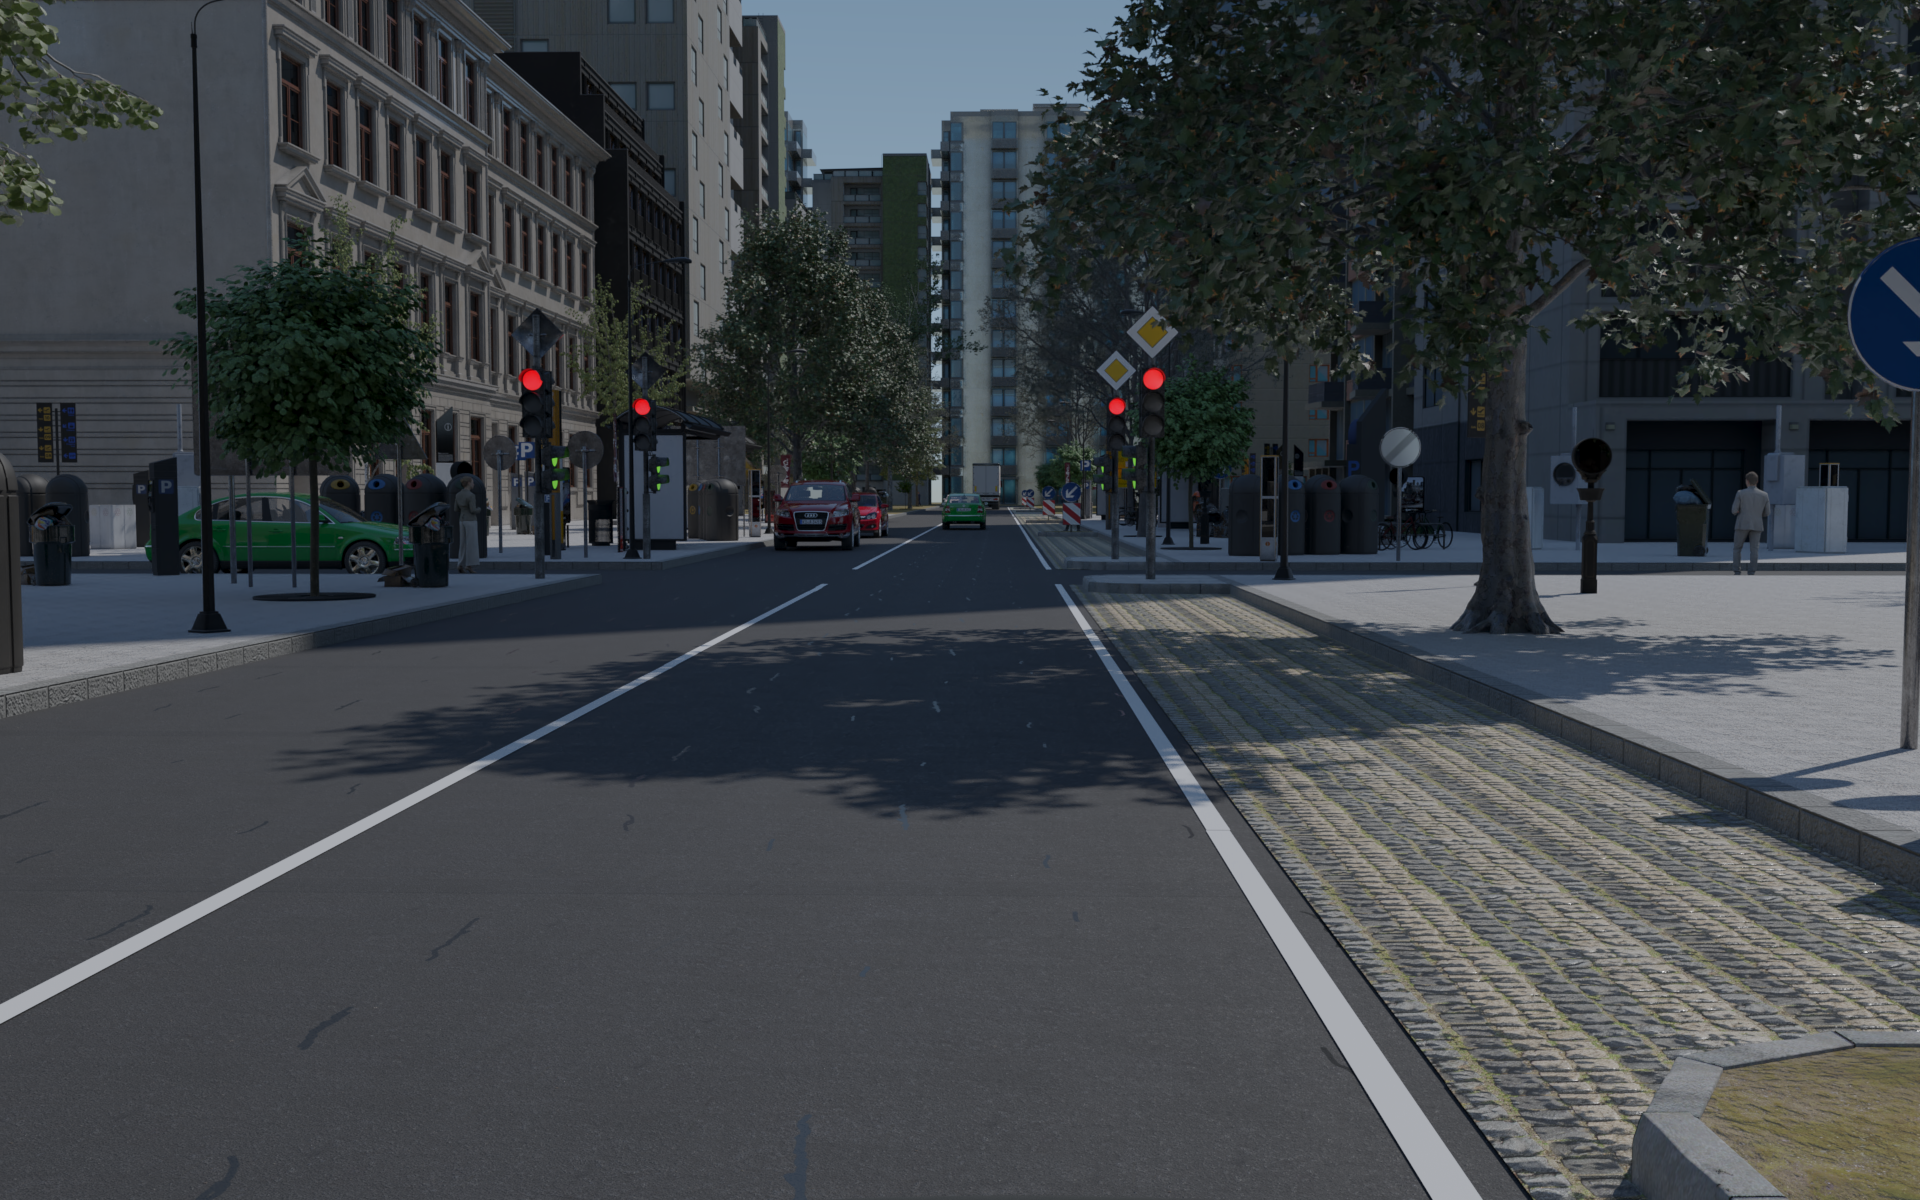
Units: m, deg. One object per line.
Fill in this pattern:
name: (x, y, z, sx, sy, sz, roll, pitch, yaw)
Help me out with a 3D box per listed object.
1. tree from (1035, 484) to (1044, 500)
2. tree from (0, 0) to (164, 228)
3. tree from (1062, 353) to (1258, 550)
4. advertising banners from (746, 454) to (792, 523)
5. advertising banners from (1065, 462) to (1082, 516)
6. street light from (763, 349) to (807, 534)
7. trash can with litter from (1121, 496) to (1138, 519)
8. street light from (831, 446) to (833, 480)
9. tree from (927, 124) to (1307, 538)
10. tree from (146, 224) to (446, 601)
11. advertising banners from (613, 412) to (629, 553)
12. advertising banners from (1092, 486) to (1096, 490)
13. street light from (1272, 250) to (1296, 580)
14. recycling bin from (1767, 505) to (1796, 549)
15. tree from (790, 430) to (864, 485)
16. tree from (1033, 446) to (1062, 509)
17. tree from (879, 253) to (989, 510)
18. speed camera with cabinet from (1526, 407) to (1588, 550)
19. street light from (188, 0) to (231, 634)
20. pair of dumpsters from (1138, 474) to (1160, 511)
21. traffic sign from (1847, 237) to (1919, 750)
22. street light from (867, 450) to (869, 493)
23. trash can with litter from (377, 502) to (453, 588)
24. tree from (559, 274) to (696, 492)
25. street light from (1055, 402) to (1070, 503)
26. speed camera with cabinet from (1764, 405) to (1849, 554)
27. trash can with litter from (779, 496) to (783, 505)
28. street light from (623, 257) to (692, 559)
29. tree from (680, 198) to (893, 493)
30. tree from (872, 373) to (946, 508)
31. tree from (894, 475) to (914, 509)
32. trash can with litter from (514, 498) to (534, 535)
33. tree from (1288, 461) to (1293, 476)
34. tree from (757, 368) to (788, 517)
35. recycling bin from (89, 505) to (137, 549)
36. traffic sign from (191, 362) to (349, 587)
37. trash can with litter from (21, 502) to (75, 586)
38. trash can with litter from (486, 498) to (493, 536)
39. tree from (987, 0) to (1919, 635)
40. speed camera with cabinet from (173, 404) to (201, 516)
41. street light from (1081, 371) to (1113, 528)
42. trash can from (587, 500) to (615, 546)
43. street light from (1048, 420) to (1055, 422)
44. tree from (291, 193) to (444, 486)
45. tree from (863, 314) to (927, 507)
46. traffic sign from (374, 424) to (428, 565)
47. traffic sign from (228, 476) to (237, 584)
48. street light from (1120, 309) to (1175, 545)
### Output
tree: (8.895, -11.545, 183.354, 1.663, 3.219, 1.824, 0, 3, 0)
tree: (-7.832, -5.589, 9.501, 7.486, 12.596, 7.792, 0, 3, 0)
tree: (5.420, -3.457, 40.241, 4.285, 4.588, 4.351, 0, 3, 0)
advertising banners: (-8.415, -4.905, 76.385, 2.074, 3.025, 0.090, 0, 4, 8)
advertising banners: (6.360, -6.050, 95.100, 0.090, 3.025, 2.074, -2, 4, -33)
street light: (-5.608, -5.081, 55.621, 1.470, 5.913, 1.316, 0, 4, 1)
trash can with litter: (8.728, -4.794, 89.768, 1.055, 1.170, 0.624, 3, 5, 39)
street light: (-5.170, -6.396, 77.111, 1.470, 5.913, 1.316, 0, 4, 1)
tree: (5.600, -8.620, 51.306, 12.009, 13.543, 11.850, 0, 3, 0)
tree: (-8.035, -2.293, 21.200, 4.285, 4.588, 4.351, 0, 3, 0)
advertising banners: (-7.487, -2.567, 38.158, 0.090, 3.025, 2.074, 0, 4, -3)
advertising banners: (9.207, -6.914, 109.226, 2.074, 3.025, 0.090, 0, 4, -5)
street light: (4.312, -3.257, 25.788, 1.470, 5.913, 1.316, 0, 4, 1)
recycling bin: (19.343, -1.718, 40.635, 0.722, 1.027, 0.722, 2, 4, 25)
tree: (-6.135, -5.879, 79.837, 4.285, 4.588, 4.351, 0, 3, 0)
tree: (6.762, -7.187, 101.221, 4.285, 4.588, 4.351, 0, 3, 0)
tree: (-4.144, -17.077, 135.096, 12.611, 20.169, 13.585, 0, 3, 0)
speed camera with cabinet: (13.352, -2.782, 39.815, 2.038, 3.252, 0.660, 3, 5, 44)
street light: (-6.438, -2.652, 15.906, 1.470, 5.913, 1.316, 0, 4, 1)
pair of dumpsters: (9.449, -4.899, 82.599, 1.574, 2.255, 4.437, 0, 4, 1)
traffic sign: (4.784, -0.523, 8.653, 0.768, 2.556, 0.104, 0, 4, 4)
street light: (-4.690, -7.710, 98.601, 1.470, 5.913, 1.316, 0, 4, 1)
trash can with litter: (-7.525, -0.763, 23.857, 1.055, 1.170, 0.624, 1, 4, 13)
tree: (-11.402, -6.636, 58.867, 4.737, 8.622, 4.395, 0, 3, 0)
street light: (5.672, -7.006, 87.086, 1.470, 5.913, 1.316, 0, 4, 1)
speed camera with cabinet: (18.602, -2.676, 38.096, 0.660, 3.252, 2.038, -1, 4, -13)
trash can with litter: (-11.049, -5.761, 105.573, 0.624, 1.170, 1.055, 0, 4, 5)
street light: (-5.953, -3.767, 34.129, 1.470, 5.913, 1.316, 0, 4, 1)
tree: (-6.446, -9.205, 67.506, 9.611, 12.733, 9.660, 0, 3, 0)
tree: (-4.859, -14.431, 154.074, 7.486, 12.596, 7.792, 0, 3, 0)
tree: (-4.592, -9.263, 146.050, 1.663, 3.219, 1.824, 0, 3, 0)
trash can with litter: (-13.532, -2.645, 54.626, 1.055, 1.170, 0.624, 1, 4, 13)
tree: (16.588, -5.713, 88.010, 1.663, 3.219, 1.824, 0, 3, 0)
tree: (-11.014, -9.057, 98.440, 4.360, 8.622, 3.978, 0, 3, 0)
recycling bin: (-19.803, -1.709, 40.491, 0.722, 1.027, 0.722, 1, 4, 22)
traffic sign: (-9.457, -1.826, 23.731, 2.265, 3.308, 0.079, 0, 4, 8)
trash can with litter: (-12.949, -0.792, 24.343, 1.055, 1.170, 0.624, 2, 4, 30)
trash can with litter: (-14.711, -2.507, 52.383, 1.055, 1.170, 0.624, -2, 4, -29)
tree: (4.999, -6.046, 15.862, 9.611, 12.733, 9.660, 0, 3, 0)
speed camera with cabinet: (-16.755, -2.645, 37.581, 0.660, 3.252, 2.038, -1, 4, -20)
street light: (5.233, -5.691, 65.596, 1.470, 5.913, 1.316, 0, 4, 1)
trash can: (-8.903, -1.912, 42.914, 0.748, 1.137, 0.748, 0, 3, 0)
street light: (6.190, -8.331, 108.751, 1.470, 5.913, 1.316, 0, 4, 1)
tree: (-14.599, -5.638, 42.550, 4.737, 8.622, 4.395, 0, 3, 0)
tree: (-5.750, -12.005, 106.657, 12.009, 13.543, 11.850, 0, 3, 0)
traffic sign: (-8.635, -1.633, 26.707, 0.884, 2.594, 0.081, 1, 4, 9)
traffic sign: (-10.415, -1.508, 24.767, 0.768, 2.556, 0.104, 1, 4, 9)
street light: (4.732, -4.353, 43.719, 1.470, 5.913, 1.316, 0, 4, 1)
